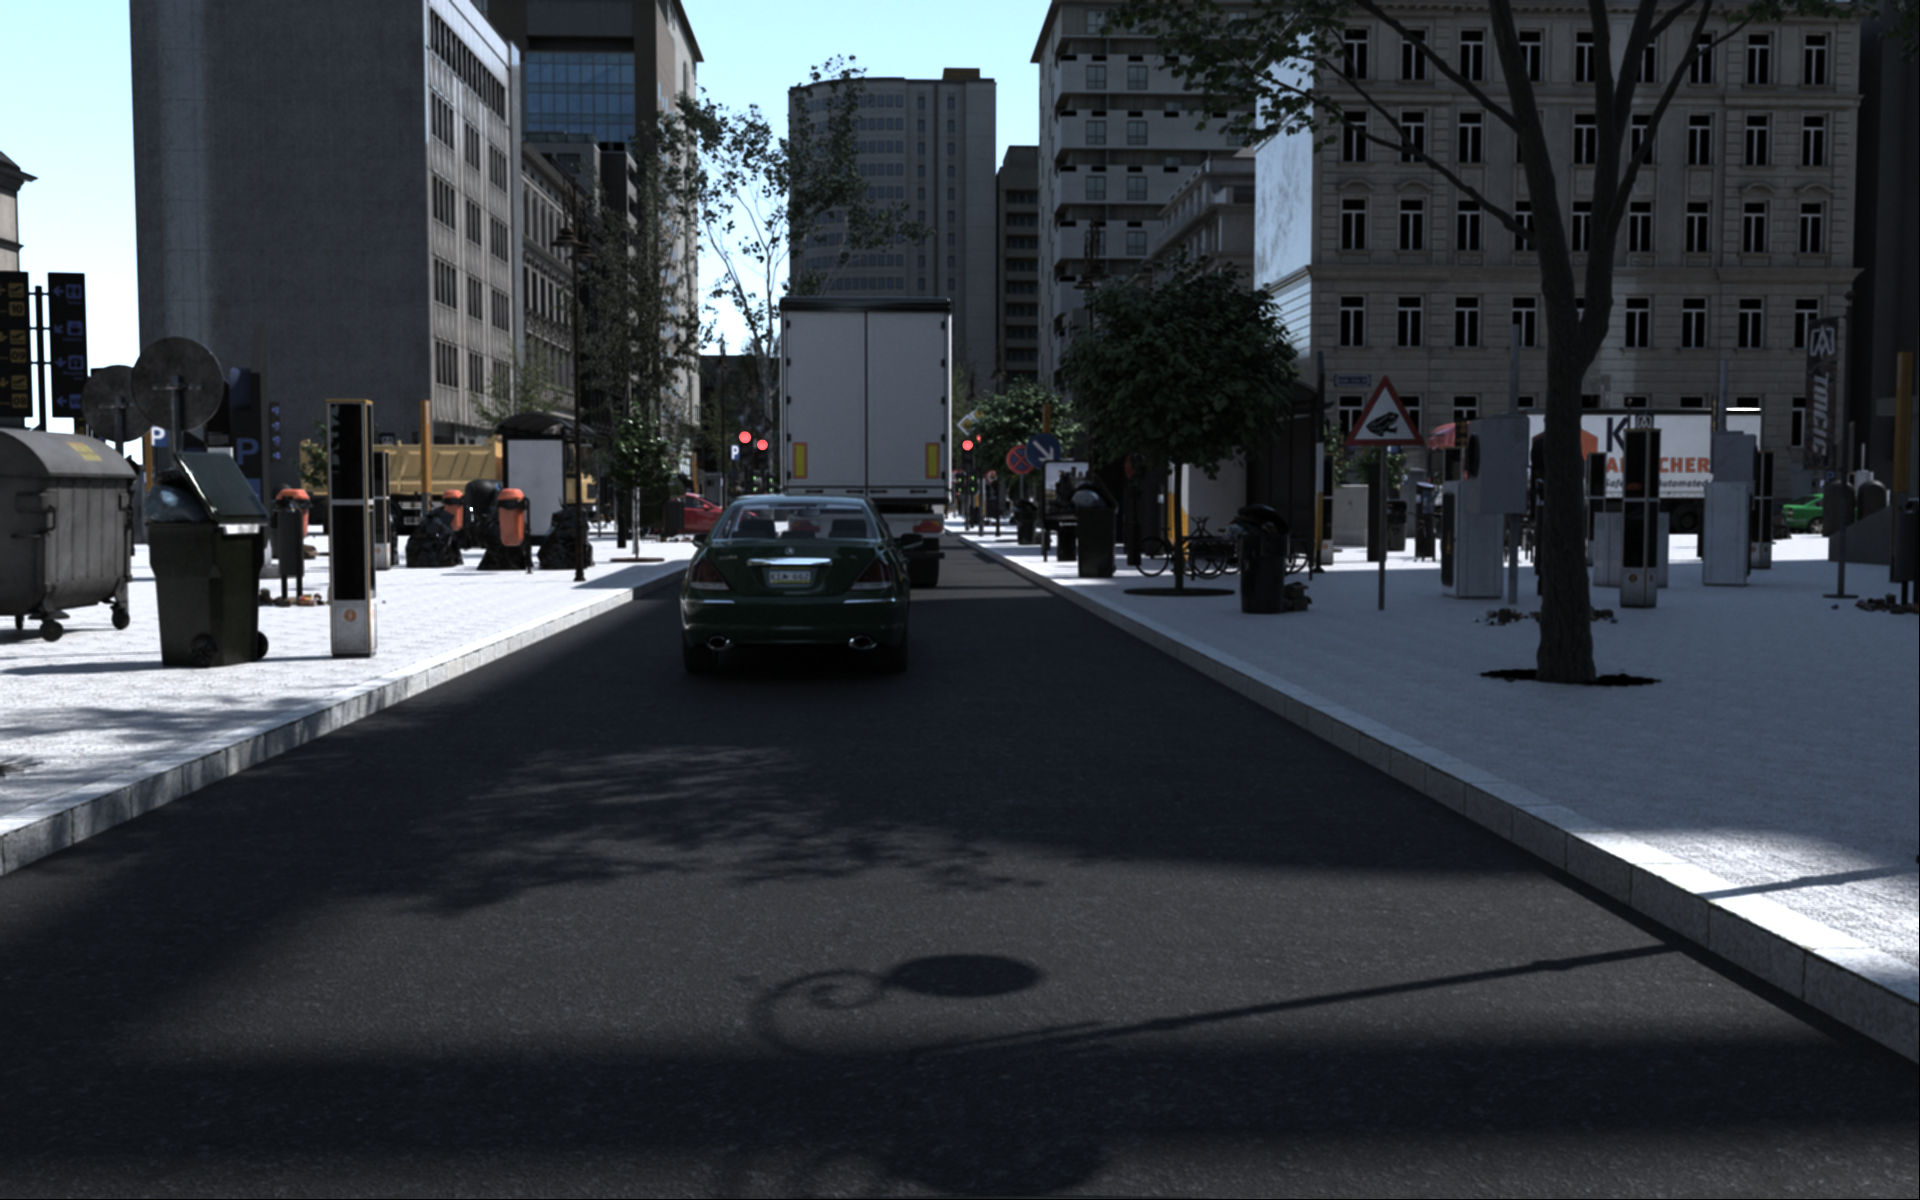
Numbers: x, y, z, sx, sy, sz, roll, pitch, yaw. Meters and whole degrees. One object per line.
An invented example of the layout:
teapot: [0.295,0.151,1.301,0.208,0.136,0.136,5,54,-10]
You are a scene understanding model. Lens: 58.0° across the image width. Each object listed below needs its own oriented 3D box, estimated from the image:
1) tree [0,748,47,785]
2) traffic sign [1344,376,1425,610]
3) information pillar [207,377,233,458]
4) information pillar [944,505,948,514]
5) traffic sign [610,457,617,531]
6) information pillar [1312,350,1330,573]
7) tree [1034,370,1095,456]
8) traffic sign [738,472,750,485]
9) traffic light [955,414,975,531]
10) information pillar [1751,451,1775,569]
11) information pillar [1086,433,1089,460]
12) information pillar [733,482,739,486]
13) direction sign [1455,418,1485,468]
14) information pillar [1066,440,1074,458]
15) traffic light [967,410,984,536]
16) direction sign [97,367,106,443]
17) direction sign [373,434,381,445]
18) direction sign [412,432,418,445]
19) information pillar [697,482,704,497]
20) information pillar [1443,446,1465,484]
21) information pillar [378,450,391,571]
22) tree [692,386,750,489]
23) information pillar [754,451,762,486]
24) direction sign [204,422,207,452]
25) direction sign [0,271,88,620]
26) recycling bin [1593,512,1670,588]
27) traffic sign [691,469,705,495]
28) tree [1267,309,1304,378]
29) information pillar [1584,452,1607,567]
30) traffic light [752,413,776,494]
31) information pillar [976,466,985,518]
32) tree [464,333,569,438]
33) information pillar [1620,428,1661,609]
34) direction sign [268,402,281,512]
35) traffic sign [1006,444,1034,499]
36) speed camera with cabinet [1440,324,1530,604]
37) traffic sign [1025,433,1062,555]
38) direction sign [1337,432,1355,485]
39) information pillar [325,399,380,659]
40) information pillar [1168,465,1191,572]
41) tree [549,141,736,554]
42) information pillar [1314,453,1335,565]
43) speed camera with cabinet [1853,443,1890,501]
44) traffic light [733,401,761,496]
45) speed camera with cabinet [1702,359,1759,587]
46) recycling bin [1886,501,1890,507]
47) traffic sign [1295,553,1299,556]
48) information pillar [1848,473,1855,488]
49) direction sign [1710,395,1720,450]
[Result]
tree: [-4.974,-5.002,7.536,9.928,11.665,9.643,0,3,0]
traffic sign: [4.665,-1.168,19.100,0.884,2.594,0.081,0,4,2]
information pillar: [-13.145,-2.411,30.771,0.504,3.616,0.183,1,4,13]
information pillar: [-0.977,-7.224,109.463,0.504,3.616,0.183,-2,4,-32]
traffic sign: [-11.871,-3.639,59.610,0.768,2.556,0.104,0,4,-2]
information pillar: [5.837,-2.248,28.102,0.183,3.616,0.504,0,4,7]
tree: [5.535,-9.316,102.685,4.360,8.622,3.978,0,3,0]
traffic sign: [-12.455,-6.109,99.991,0.768,2.556,0.104,0,4,-1]
traffic light: [0.234,-4.379,60.511,0.839,4.253,0.868,0,4,-3]
information pillar: [13.690,-1.539,29.651,0.304,2.012,0.304,-2,4,-29]
information pillar: [4.918,-4.604,66.626,0.183,3.616,0.504,0,4,-2]
information pillar: [-13.127,-5.938,101.582,0.304,2.012,0.304,-1,4,-21]
direction sign: [15.092,-3.628,51.322,0.876,3.537,0.379,0,4,0]
information pillar: [4.603,-4.976,72.704,0.183,3.616,0.504,-2,4,-27]
traffic light: [0.625,-3.891,52.535,0.839,4.253,0.868,0,4,-3]
direction sign: [-15.687,-2.401,31.253,0.876,3.537,0.379,2,4,29]
direction sign: [-21.850,-4.456,64.855,0.876,3.537,0.379,-2,4,-31]
direction sign: [-19.889,-4.360,63.282,0.379,3.537,0.876,-2,4,-29]
information pillar: [-13.413,-5.209,89.660,0.304,2.012,0.304,0,3,0]
information pillar: [7.663,-1.372,26.925,0.304,2.012,0.304,1,4,21]
information pillar: [-9.771,-1.506,29.116,0.304,2.012,0.304,0,4,-6]
tree: [-16.176,-10.298,118.737,4.737,8.622,4.395,0,3,0]
information pillar: [-9.919,-5.733,85.082,0.504,3.616,0.183,0,4,-8]
direction sign: [-17.219,-2.936,40.005,0.876,3.537,0.379,3,5,41]
direction sign: [-9.385,-1.574,17.737,0.876,3.537,0.379,-1,4,-12]
recycling bin: [9.270,-0.696,23.932,0.722,1.027,0.722,-1,4,-19]
traffic sign: [-13.110,-5.308,86.890,0.768,2.556,0.104,0,4,-1]
tree: [11.469,-7.213,68.289,4.737,8.622,4.395,0,3,0]
information pillar: [11.263,-1.602,30.689,0.304,2.012,0.304,1,4,13]
traffic light: [-6.818,-4.357,60.150,0.839,4.253,0.868,0,4,-3]
information pillar: [1.090,-6.119,91.408,0.504,3.616,0.183,1,4,12]
tree: [-19.944,-7.854,78.768,4.737,8.622,4.395,0,3,0]
information pillar: [7.665,-0.919,19.517,0.304,2.012,0.304,-3,5,-44]
direction sign: [-16.924,-3.085,42.435,0.379,3.537,0.876,1,4,15]
traffic sign: [1.574,-2.713,44.468,0.768,2.556,0.104,0,4,3]
speed camera with cabinet: [6.334,-1.630,20.983,0.660,3.252,2.038,0,4,4]
traffic sign: [1.742,-2.208,36.203,0.768,2.556,0.104,0,4,1]
direction sign: [13.996,-4.337,62.905,0.876,3.537,0.379,-2,4,-34]
information pillar: [-4.775,-0.557,13.600,0.304,2.012,0.304,-1,4,-9]
information pillar: [3.587,-2.263,28.358,0.183,3.616,0.504,3,5,41]
tree: [-6.903,-5.297,36.965,4.360,8.622,3.978,0,3,0]
information pillar: [6.588,-1.641,31.315,0.304,2.012,0.304,0,4,3]
speed camera with cabinet: [35.950,-4.475,67.503,2.038,3.252,0.660,2,4,35]
traffic light: [-6.427,-3.869,52.175,0.839,4.253,0.868,0,4,-3]
speed camera with cabinet: [11.079,-1.866,24.846,0.660,3.252,2.038,2,4,27]
recycling bin: [34.175,-3.125,63.645,0.722,1.027,0.722,-1,4,-15]
traffic sign: [6.822,-2.131,34.942,0.768,2.556,0.104,0,4,-2]
information pillar: [31.498,-3.483,61.444,0.304,2.012,0.304,-1,4,-17]
direction sign: [17.406,-2.933,39.945,0.379,3.537,0.876,2,4,35]
